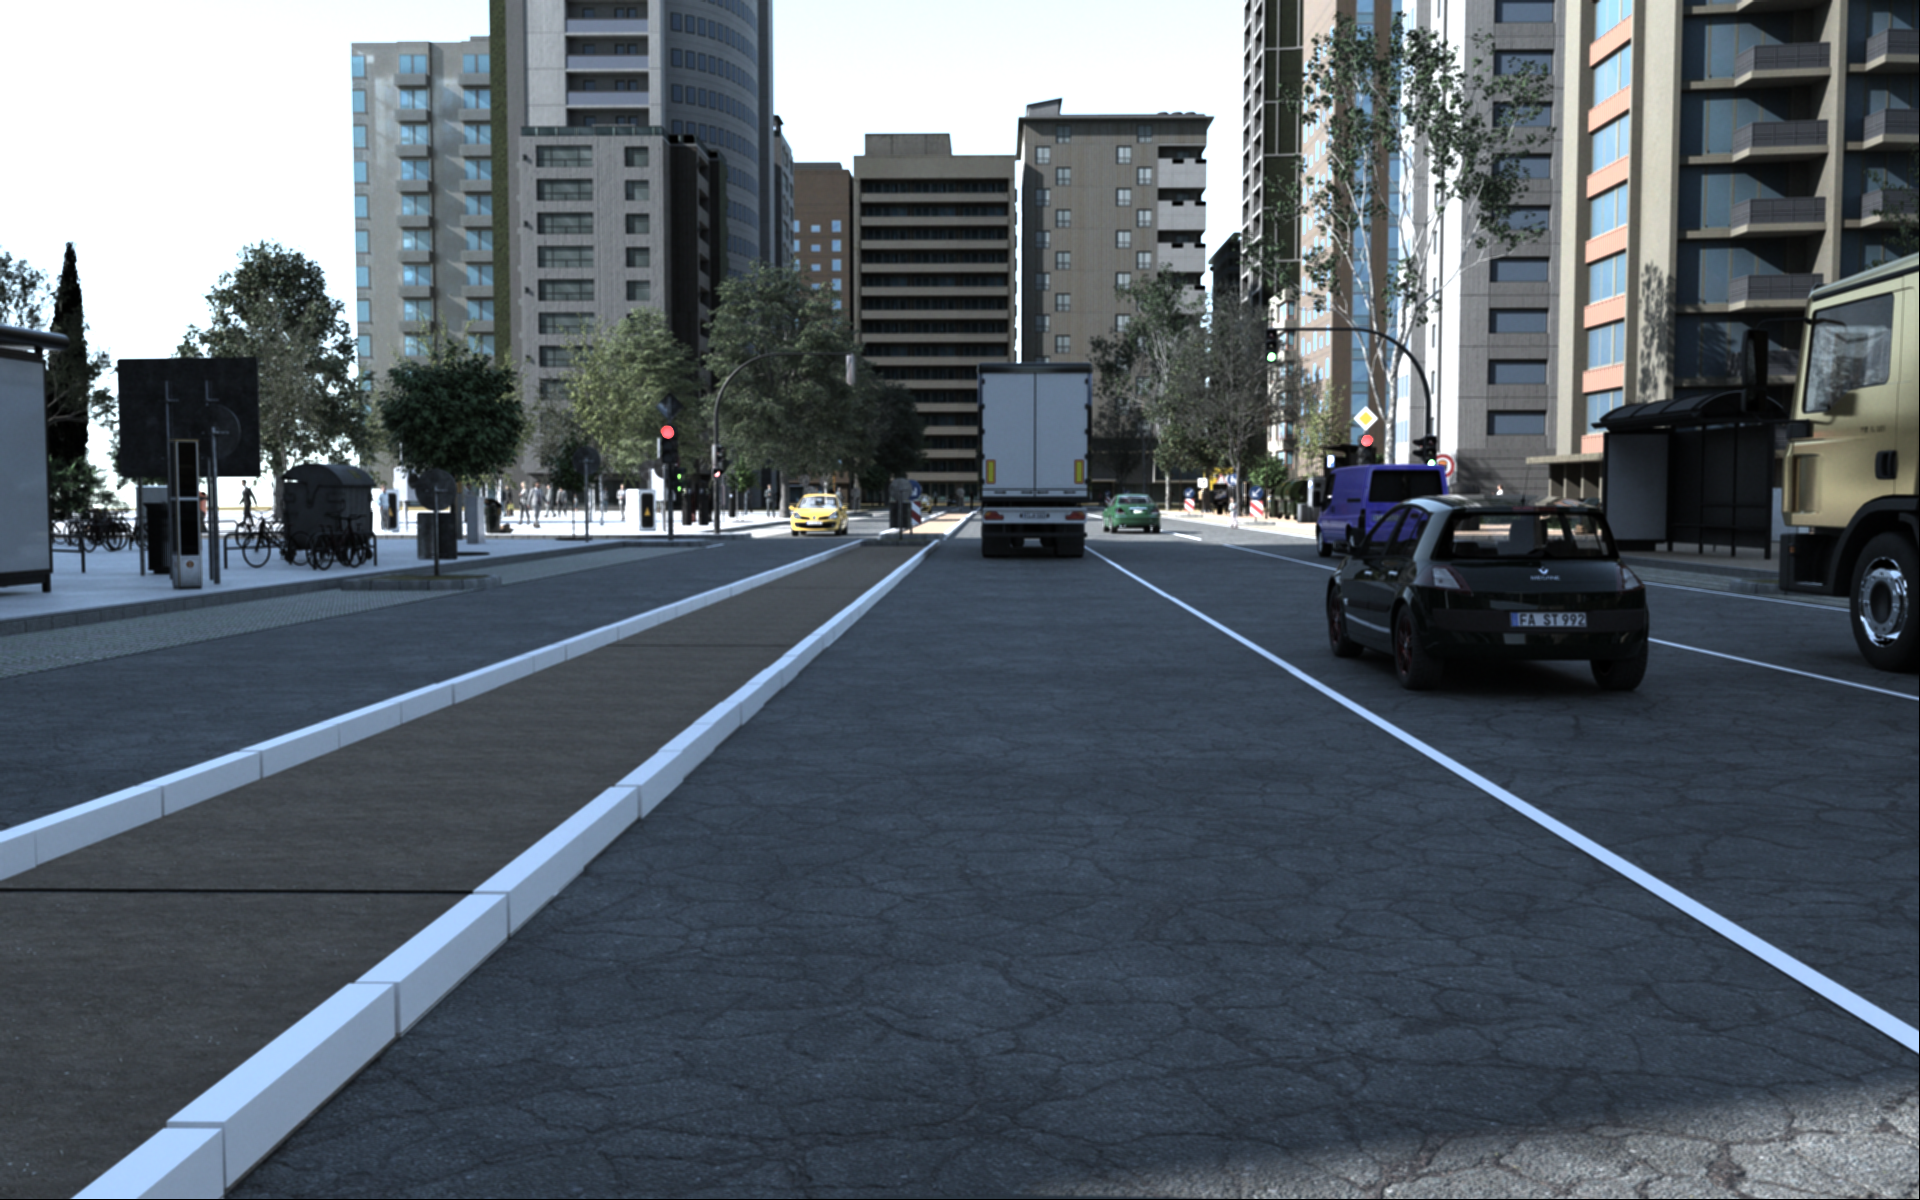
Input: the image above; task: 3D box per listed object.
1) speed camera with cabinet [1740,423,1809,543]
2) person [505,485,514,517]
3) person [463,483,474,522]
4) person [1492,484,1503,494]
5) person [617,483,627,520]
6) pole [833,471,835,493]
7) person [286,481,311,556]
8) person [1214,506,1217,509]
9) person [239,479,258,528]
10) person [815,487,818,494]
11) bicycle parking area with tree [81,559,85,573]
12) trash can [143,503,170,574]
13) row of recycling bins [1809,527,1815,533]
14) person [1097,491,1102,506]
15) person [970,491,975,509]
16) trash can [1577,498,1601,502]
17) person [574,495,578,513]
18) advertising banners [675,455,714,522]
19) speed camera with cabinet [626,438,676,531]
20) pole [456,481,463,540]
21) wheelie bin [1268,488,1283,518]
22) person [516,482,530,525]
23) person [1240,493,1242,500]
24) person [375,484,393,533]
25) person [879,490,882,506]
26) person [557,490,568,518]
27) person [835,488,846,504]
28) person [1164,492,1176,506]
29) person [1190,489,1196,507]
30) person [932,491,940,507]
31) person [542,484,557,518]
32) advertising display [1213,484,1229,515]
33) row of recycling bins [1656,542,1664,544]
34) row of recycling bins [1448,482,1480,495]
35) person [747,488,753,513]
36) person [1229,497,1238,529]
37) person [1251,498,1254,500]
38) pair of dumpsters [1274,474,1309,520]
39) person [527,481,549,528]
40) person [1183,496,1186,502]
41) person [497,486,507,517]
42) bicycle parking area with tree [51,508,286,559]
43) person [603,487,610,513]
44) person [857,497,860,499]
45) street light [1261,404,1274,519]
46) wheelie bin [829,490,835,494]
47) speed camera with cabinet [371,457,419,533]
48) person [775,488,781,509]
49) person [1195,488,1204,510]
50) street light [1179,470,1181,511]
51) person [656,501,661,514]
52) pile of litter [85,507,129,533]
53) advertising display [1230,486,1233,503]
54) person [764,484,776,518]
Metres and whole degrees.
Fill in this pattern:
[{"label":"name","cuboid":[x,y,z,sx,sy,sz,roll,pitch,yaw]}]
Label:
[{"label":"speed camera with cabinet","cuboid":[21.612,-3.177,46.279,0.660,3.252,2.038,-2,4,-34]},{"label":"person","cuboid":[-25.690,-5.662,98.839,0.699,1.804,1.509,0,4,-3]},{"label":"person","cuboid":[-22.368,-4.446,78.916,0.466,1.800,0.511,0,4,8]},{"label":"person","cuboid":[26.353,-4.785,84.840,0.524,1.755,0.480,0,4,-5]},{"label":"person","cuboid":[-16.365,-4.765,84.157,0.606,1.804,0.583,-1,4,-12]},{"label":"pole","cuboid":[-9.427,-8.325,129.954,0.158,3.312,0.155,0,3,0]},{"label":"person","cuboid":[-13.812,-1.839,36.216,0.767,1.812,0.694,-1,4,-18]},{"label":"person","cuboid":[21.987,-8.711,148.490,0.705,1.821,1.348,-1,4,-13]},{"label":"person","cuboid":[-27.446,-3.712,66.504,0.755,1.850,0.659,-3,5,-45]},{"label":"person","cuboid":[-10.965,-7.667,131.245,0.795,1.843,0.661,1,4,19]},{"label":"bicycle parking area with tree","cuboid":[-18.954,-2.469,27.377,8.231,4.147,9.016,-3,5,-39]},{"label":"trash can","cuboid":[-12.790,-0.998,27.973,0.748,1.137,0.748,0,3,0]},{"label":"row of recycling bins","cuboid":[29.583,-3.078,57.444,3.534,1.692,1.069,0,4,-7]},{"label":"person","cuboid":[15.508,-11.224,192.735,0.721,1.743,1.217,-1,4,-18]},{"label":"person","cuboid":[1.179,-9.382,162.416,0.721,1.766,1.217,-1,4,-17]},{"label":"trash can","cuboid":[20.793,-2.793,57.321,0.748,1.137,0.748,0,3,0]},{"label":"person","cuboid":[-26.601,-6.674,119.848,0.332,1.250,0.352,-1,4,-14]},{"label":"advertising banners","cuboid":[-12.207,-5.042,78.631,2.074,3.025,0.090,-1,4,-20]},{"label":"speed camera with cabinet","cuboid":[-10.746,-4.034,60.290,0.660,3.252,2.038,2,4,29]},{"label":"pole","cuboid":[-14.099,-3.350,48.617,0.158,3.312,0.155,0,3,0]},{"label":"wheelie bin","cuboid":[17.280,-5.284,94.309,0.980,1.594,0.693,-1,4,-17]},{"label":"person","cuboid":[-18.093,-4.012,71.814,0.526,1.800,0.537,-3,4,-38]},{"label":"person","cuboid":[25.466,-9.237,157.626,0.434,1.755,0.990,2,4,23]},{"label":"person","cuboid":[-18.941,-3.002,56.935,0.330,1.601,0.589,3,4,36]},{"label":"person","cuboid":[-8.430,-10.874,184.639,0.445,1.727,0.742,-2,4,-25]},{"label":"person","cuboid":[-20.974,-5.219,91.551,0.709,1.800,0.728,1,4,18]},{"label":"person","cuboid":[-6.844,-5.539,99.232,0.590,1.801,0.661,-3,5,-40]},{"label":"person","cuboid":[21.953,-10.712,181.120,1.348,1.831,0.705,1,4,13]},{"label":"person","cuboid":[23.209,-10.182,173.074,0.990,1.755,0.434,-3,4,-38]},{"label":"person","cuboid":[-2.747,-11.469,196.741,1.217,1.736,0.721,3,5,40]},{"label":"person","cuboid":[-22.429,-5.407,94.546,0.767,1.812,0.694,-1,4,-12]},{"label":"advertising display","cuboid":[16.181,-6.273,107.776,0.974,1.923,0.123,-1,4,-22]},{"label":"row of recycling bins","cuboid":[18.123,-2.398,46.316,1.069,1.692,3.534,1,4,14]},{"label":"row of recycling bins","cuboid":[17.855,-3.316,61.323,1.069,1.692,3.534,1,4,22]},{"label":"person","cuboid":[-14.617,-6.988,120.097,0.655,1.846,0.447,-2,4,-32]},{"label":"person","cuboid":[11.409,-3.623,72.011,0.425,1.301,0.394,-2,4,-35]},{"label":"person","cuboid":[23.999,-8.237,141.266,0.434,1.755,0.990,-1,4,-16]},{"label":"pair of dumpsters","cuboid":[16.848,-5.141,86.556,1.574,2.255,4.437,0,4,1]},{"label":"person","cuboid":[-16.066,-3.638,65.798,0.678,1.792,0.850,-3,5,-41]},{"label":"person","cuboid":[26.943,-12.072,206.608,0.799,1.438,0.628,2,4,27]},{"label":"person","cuboid":[-25.073,-5.407,94.432,0.713,1.824,0.794,0,4,-2]},{"label":"bicycle parking area with tree","cuboid":[-20.496,-3.325,41.370,8.231,4.147,9.016,1,4,22]},{"label":"person","cuboid":[-23.698,-6.683,115.649,0.623,1.781,0.721,0,4,-4]},{"label":"person","cuboid":[-9.897,-9.500,164.554,0.628,1.438,0.799,1,4,14]},{"label":"street light","cuboid":[15.725,-7.091,88.733,0.468,5.910,1.993,0,4,1]},{"label":"wheelie bin","cuboid":[-9.491,-7.250,126.452,0.980,1.594,0.693,2,4,26]},{"label":"speed camera with cabinet","cuboid":[-19.103,-3.921,58.443,0.660,3.252,2.038,1,4,20]},{"label":"person","cuboid":[-15.669,-8.767,149.523,0.705,1.807,1.348,3,4,39]},{"label":"person","cuboid":[18.907,-7.916,135.556,0.705,1.812,1.348,-3,5,-44]},{"label":"street light","cuboid":[16.579,-9.625,130.153,0.468,5.910,1.993,0,4,1]},{"label":"person","cuboid":[-19.613,-6.529,113.010,0.478,1.798,0.641,2,4,33]},{"label":"pile of litter","cuboid":[-28.475,-2.659,57.444,1.719,0.858,1.176,1,4,10]},{"label":"advertising display","cuboid":[19.512,-7.378,125.843,0.123,1.923,0.974,3,5,44]},{"label":"person","cuboid":[-9.926,-5.182,90.950,0.661,1.801,0.590,-2,4,-29]}]
